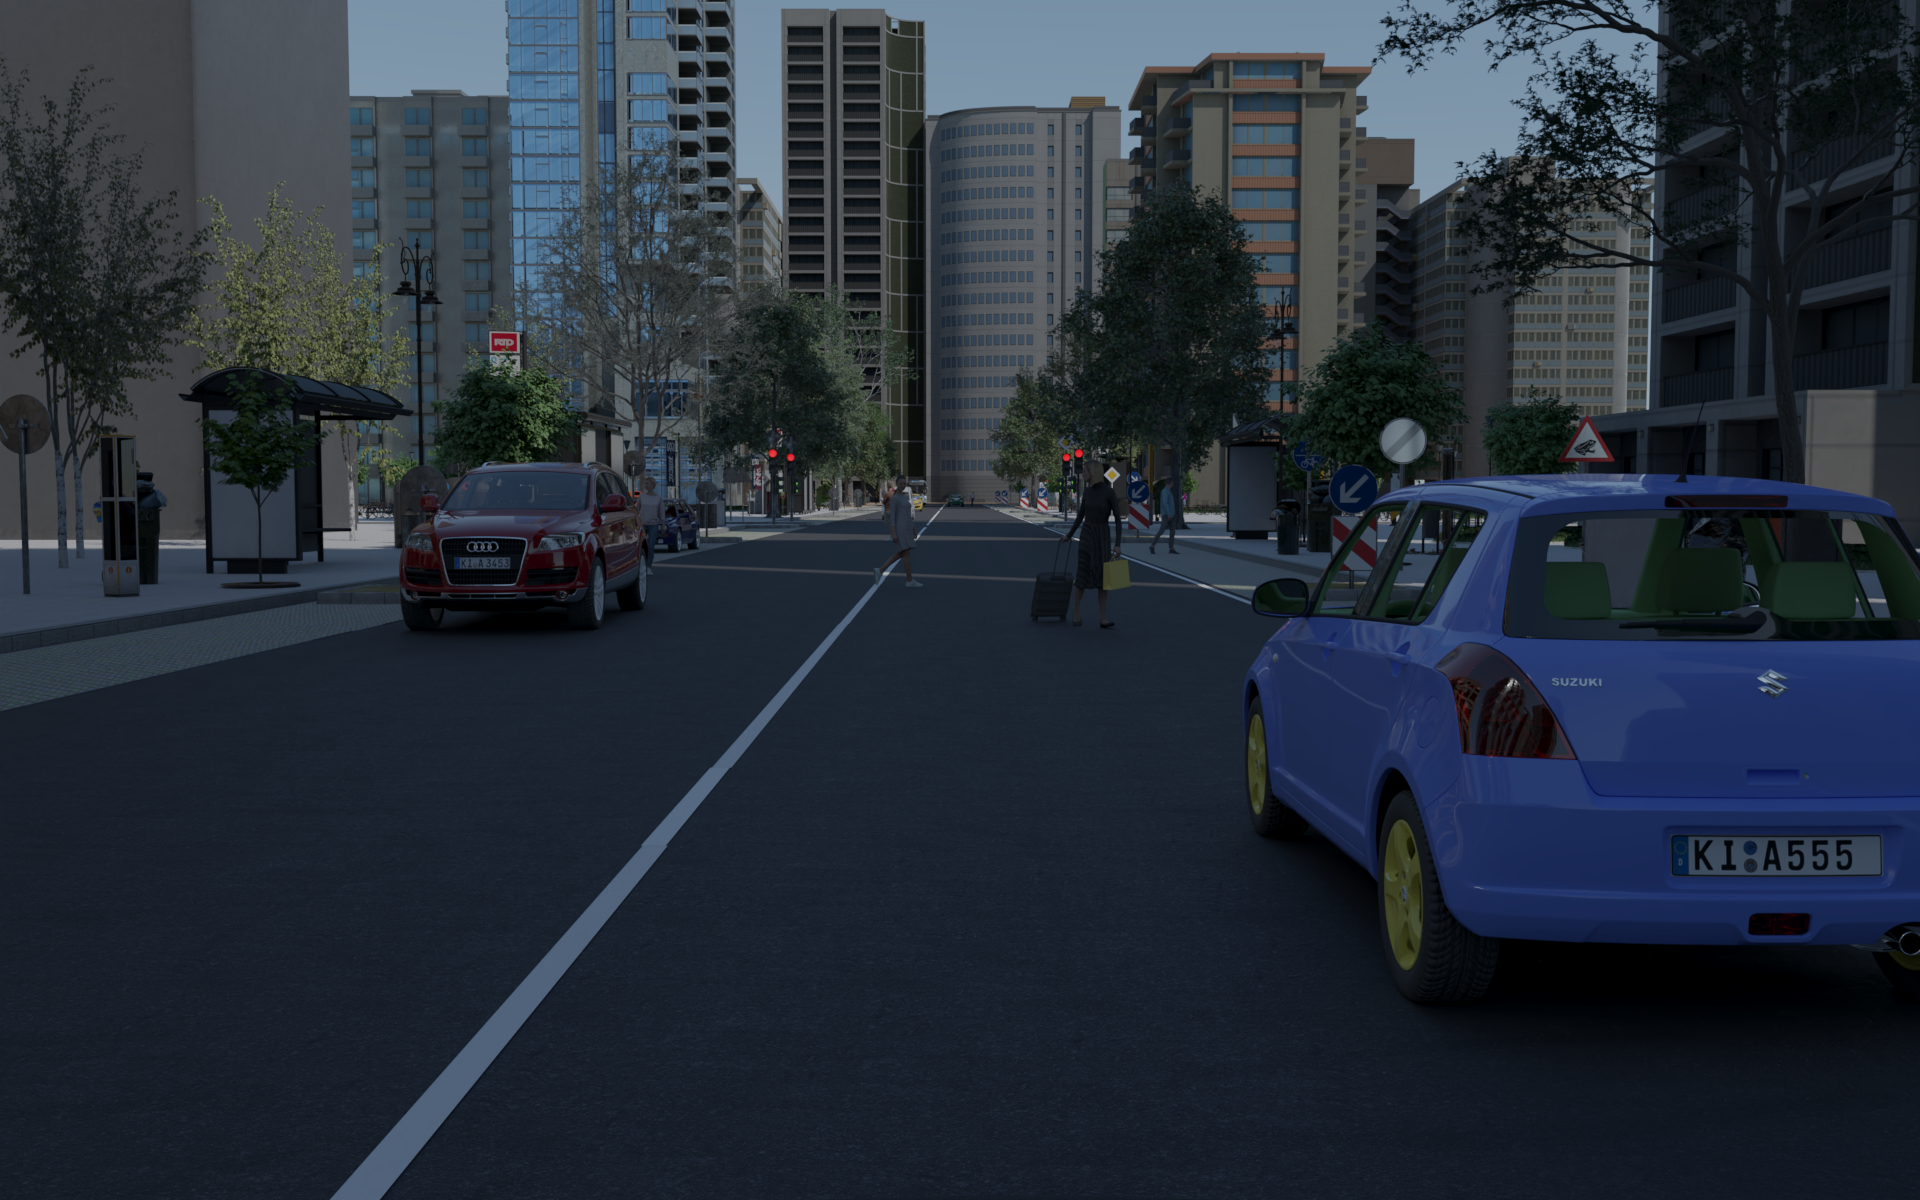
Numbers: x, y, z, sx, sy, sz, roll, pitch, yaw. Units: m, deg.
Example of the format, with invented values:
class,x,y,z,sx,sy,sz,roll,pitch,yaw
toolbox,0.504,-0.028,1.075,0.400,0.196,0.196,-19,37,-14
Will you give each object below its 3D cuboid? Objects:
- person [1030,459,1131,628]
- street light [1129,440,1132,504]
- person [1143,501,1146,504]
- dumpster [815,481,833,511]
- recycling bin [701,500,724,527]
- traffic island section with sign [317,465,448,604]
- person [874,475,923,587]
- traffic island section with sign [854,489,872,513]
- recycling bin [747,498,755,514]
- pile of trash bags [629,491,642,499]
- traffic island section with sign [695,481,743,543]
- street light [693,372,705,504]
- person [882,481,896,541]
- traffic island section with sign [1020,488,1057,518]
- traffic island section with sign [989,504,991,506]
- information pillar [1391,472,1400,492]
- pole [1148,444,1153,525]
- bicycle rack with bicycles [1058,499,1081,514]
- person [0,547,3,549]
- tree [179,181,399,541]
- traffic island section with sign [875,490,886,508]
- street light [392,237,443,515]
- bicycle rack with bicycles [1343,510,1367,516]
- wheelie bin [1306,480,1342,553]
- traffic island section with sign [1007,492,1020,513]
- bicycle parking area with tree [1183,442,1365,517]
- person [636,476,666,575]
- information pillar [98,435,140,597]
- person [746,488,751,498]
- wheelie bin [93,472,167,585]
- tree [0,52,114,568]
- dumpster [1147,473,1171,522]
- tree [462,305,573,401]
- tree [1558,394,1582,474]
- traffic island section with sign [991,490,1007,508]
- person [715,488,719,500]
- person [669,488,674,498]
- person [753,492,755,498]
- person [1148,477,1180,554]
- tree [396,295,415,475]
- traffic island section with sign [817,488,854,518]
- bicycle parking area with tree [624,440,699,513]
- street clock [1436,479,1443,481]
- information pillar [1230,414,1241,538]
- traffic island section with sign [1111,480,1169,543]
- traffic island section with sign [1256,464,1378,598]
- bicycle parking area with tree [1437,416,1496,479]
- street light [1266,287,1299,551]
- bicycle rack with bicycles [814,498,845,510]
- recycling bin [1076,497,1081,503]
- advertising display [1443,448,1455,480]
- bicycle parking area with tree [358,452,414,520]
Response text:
class,x,y,z,sx,sy,sz,roll,pitch,yaw
person,1.329,-0.628,18.991,0.699,1.804,1.509,-1,4,-16
street light,7.110,-6.076,72.126,0.468,5.910,1.993,0,4,0
person,15.034,-8.197,141.060,0.522,1.701,0.512,-1,4,-14
dumpster,-10.133,-7.817,130.307,1.502,2.255,1.985,0,4,0
recycling bin,-9.780,-3.420,68.477,0.722,1.027,0.722,-2,4,-33
traffic island section with sign,-7.343,-0.900,23.347,1.989,1.847,2.006,0,4,0
person,-0.951,-1.067,26.699,0.760,1.731,0.466,0,4,-5
traffic island section with sign,-7.737,-7.570,132.392,1.989,1.847,2.006,0,4,0
recycling bin,-13.508,-6.175,113.510,0.722,1.027,0.722,0,4,4
pile of trash bags,-12.024,-3.206,62.172,1.912,1.369,3.447,3,5,44
traffic island section with sign,-7.445,-2.584,50.880,1.989,1.847,2.006,0,4,0
street light,-9.806,-5.651,65.187,0.468,5.910,1.993,0,4,0
person,-2.126,-2.735,53.185,0.573,1.828,0.580,-1,4,-15
traffic island section with sign,4.868,-5.923,105.473,1.989,1.847,2.006,0,4,0
traffic island section with sign,4.491,-12.373,210.919,1.989,1.847,2.006,0,4,0
information pillar,17.549,-4.786,69.613,0.504,3.616,0.183,2,4,33
pole,7.790,-4.705,70.777,0.158,3.312,0.155,0,3,0
bicycle rack with bicycles,8.957,-6.944,126.917,2.925,0.926,2.852,2,4,25
person,-22.732,-1.948,40.481,0.523,1.515,0.503,-1,4,-16
tree,-16.688,-5.571,41.449,4.737,8.622,4.395,0,3,0
traffic island section with sign,-7.930,-10.640,182.592,1.989,1.847,2.006,0,4,0
street light,-9.797,-3.587,31.432,0.468,5.910,1.993,0,4,0
bicycle rack with bicycles,19.899,-4.234,82.609,2.852,0.926,2.925,-1,4,-10
wheelie bin,8.057,-1.849,38.138,0.980,1.594,0.693,2,4,32
traffic island section with sign,4.785,-7.582,132.596,1.989,1.847,2.006,0,4,0
bicycle parking area with tree,18.650,-7.268,105.839,9.016,4.147,8.231,-1,4,-14
person,-5.604,-1.318,30.721,0.731,1.740,0.598,-1,4,-12
information pillar,-10.484,-1.047,21.604,0.304,2.012,0.304,2,4,28
person,-16.965,-8.124,139.050,0.466,1.800,0.511,-2,4,-28
wheelie bin,-11.739,-1.021,24.600,0.693,1.594,0.980,3,5,43
tree,-15.286,-4.854,29.721,4.360,8.622,3.978,0,3,0
dumpster,9.600,-4.829,81.442,1.502,2.255,1.985,0,4,0
tree,-16.699,-7.065,65.870,4.737,8.622,4.395,0,3,0
tree,17.096,-4.155,51.644,4.285,4.588,4.351,0,3,0
traffic island section with sign,4.602,-10.677,183.203,1.989,1.847,2.006,0,4,0
person,-21.231,-8.964,152.572,0.822,1.834,0.622,3,5,41
person,-24.443,-8.621,147.092,0.767,1.812,0.694,-2,4,-31
person,-16.914,-8.421,143.902,0.511,1.800,0.466,-1,4,-10
person,4.880,-2.005,41.147,0.748,1.841,0.638,2,4,30
tree,-16.608,-5.907,46.935,4.737,8.622,4.395,0,3,0
traffic island section with sign,-7.639,-5.921,105.437,1.989,1.847,2.006,0,4,0
bicycle parking area with tree,-20.109,-6.499,93.256,8.231,4.147,9.016,2,4,32
street clock,22.968,-4.796,82.977,0.358,2.002,0.471,2,4,35
information pillar,8.083,-3.624,50.611,0.183,3.616,0.504,-1,4,-12
traffic island section with sign,5.084,-2.601,51.156,1.989,1.847,2.006,0,4,0
traffic island section with sign,5.167,-0.940,23.995,1.989,1.847,2.006,0,4,0
bicycle parking area with tree,22.068,-4.665,63.269,8.231,4.147,9.016,1,4,22
street light,7.199,-4.036,38.782,0.468,5.910,1.993,0,4,0
bicycle rack with bicycles,-10.823,-7.965,143.617,2.852,0.926,2.925,-3,4,-36
recycling bin,9.390,-7.404,133.605,0.722,1.027,0.722,-2,4,-28
advertising display,6.969,-1.194,24.742,0.123,1.923,0.974,1,4,18
bicycle parking area with tree,-31.966,-6.295,89.925,9.016,4.147,8.231,0,4,-5
